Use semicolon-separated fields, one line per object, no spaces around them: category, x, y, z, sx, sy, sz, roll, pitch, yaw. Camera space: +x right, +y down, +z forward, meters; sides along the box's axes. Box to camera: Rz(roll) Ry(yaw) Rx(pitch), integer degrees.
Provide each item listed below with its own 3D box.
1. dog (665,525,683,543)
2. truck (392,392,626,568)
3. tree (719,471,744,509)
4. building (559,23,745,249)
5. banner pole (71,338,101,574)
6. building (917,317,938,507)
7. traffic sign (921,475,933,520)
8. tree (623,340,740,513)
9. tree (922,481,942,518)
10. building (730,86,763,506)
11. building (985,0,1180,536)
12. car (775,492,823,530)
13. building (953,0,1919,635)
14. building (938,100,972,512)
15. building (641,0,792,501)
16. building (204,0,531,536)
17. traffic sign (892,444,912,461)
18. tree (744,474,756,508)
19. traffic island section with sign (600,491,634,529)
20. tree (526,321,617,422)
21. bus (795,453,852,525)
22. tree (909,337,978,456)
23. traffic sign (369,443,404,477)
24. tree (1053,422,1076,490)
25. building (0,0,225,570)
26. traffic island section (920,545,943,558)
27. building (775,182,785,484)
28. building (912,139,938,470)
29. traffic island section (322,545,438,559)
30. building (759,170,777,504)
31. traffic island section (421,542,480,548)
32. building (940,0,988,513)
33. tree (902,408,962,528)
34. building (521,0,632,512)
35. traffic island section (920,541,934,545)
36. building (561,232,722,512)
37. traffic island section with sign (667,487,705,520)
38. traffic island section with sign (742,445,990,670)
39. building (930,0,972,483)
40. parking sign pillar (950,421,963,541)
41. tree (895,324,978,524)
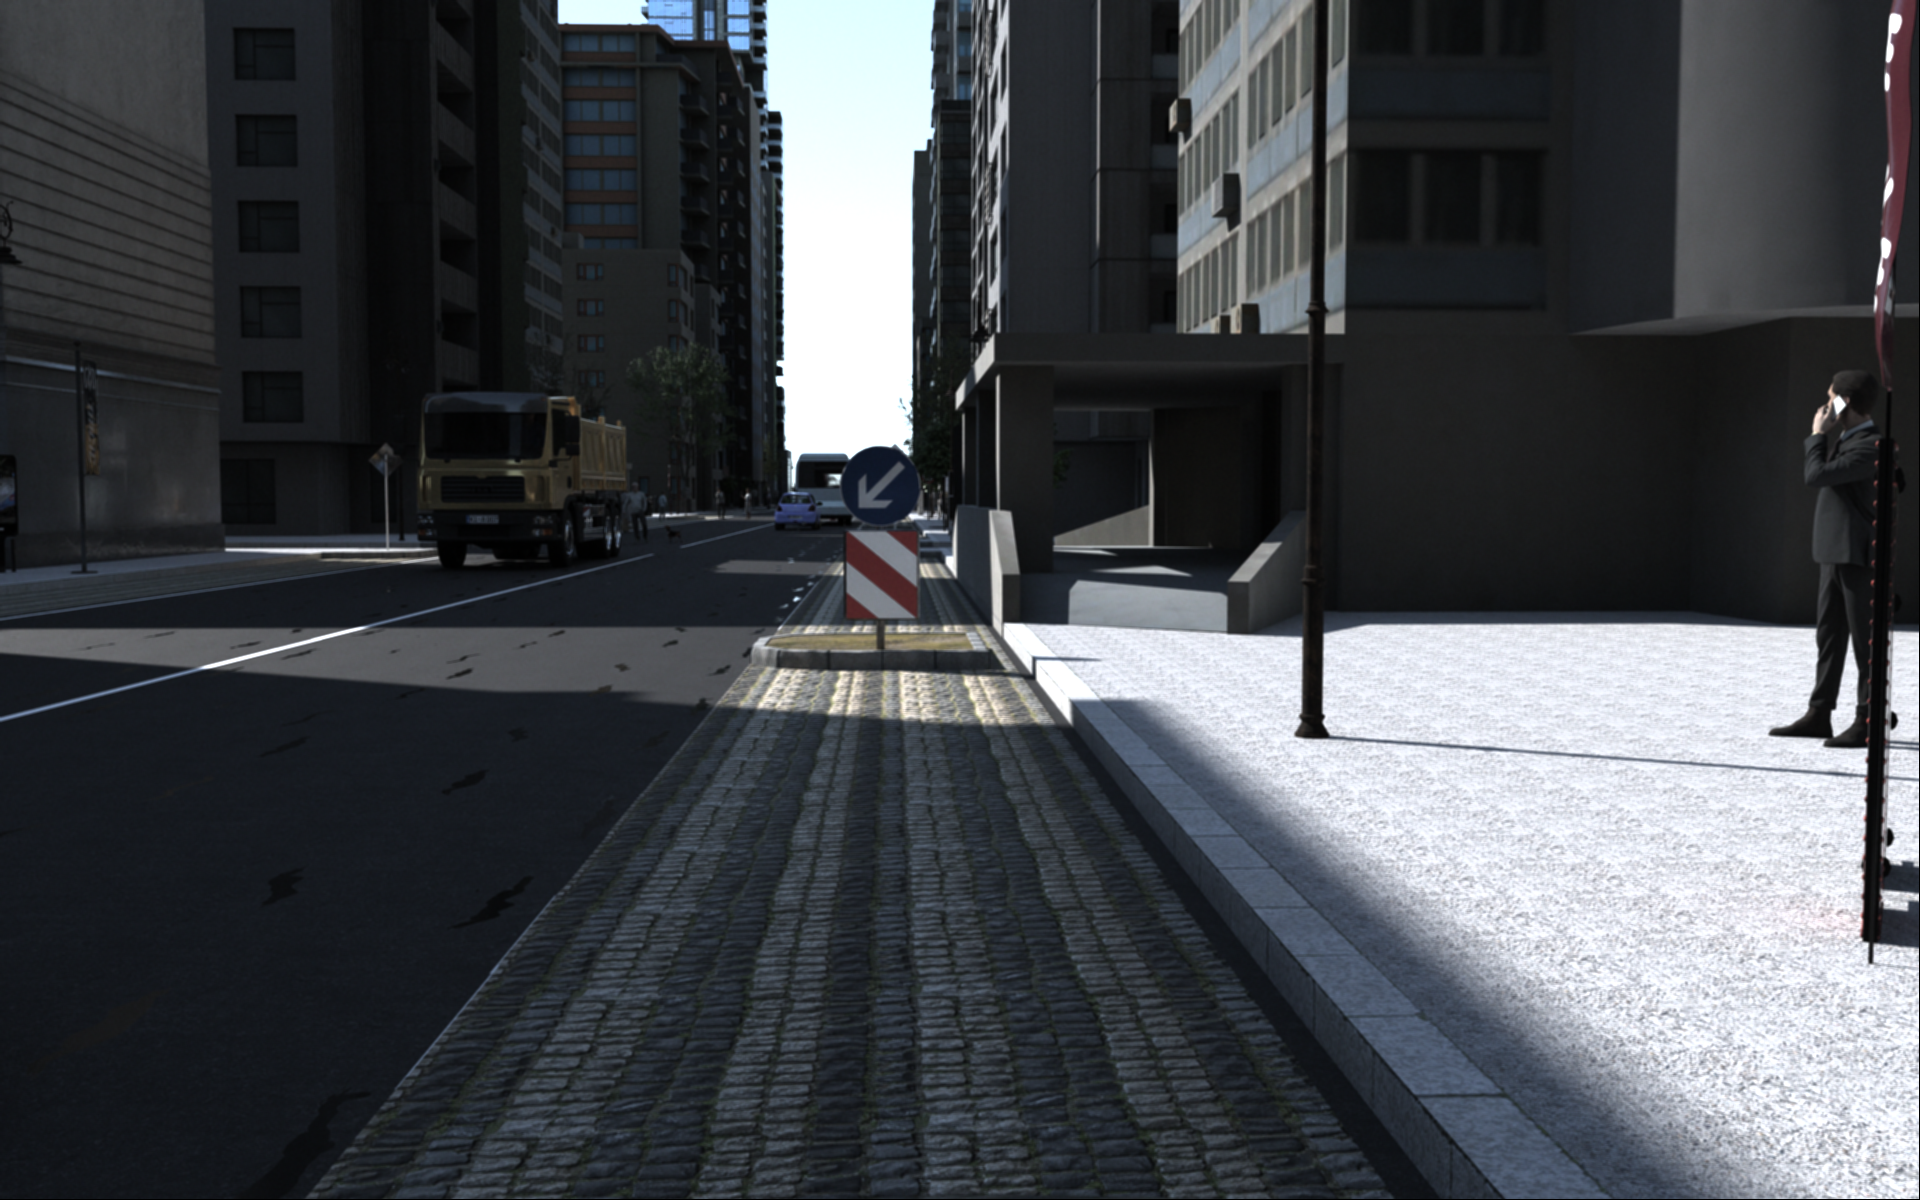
dog;-8.432;-1.941;51.027;0.540;0.507;0.406;-1;4;-9
truck;-8.946;-2.446;35.923;3.469;3.379;9.791;0;4;-2
tree;-19.464;-9.243;145.718;1.663;3.219;1.824;0;3;0
building;-32.175;-31.226;165.162;22.147;44.769;28.867;0;4;-2
banner pole;-14.201;-2.335;28.195;0.401;3.779;0.863;0;4;-1
building;9.495;-20.757;184.410;27.650;21.520;28.899;0;4;-2
traffic sign;-1.534;-5.163;84.523;0.768;2.556;0.104;0;4;7
tree;-18.854;-11.775;118.280;9.928;11.665;9.643;0;3;0
tree;-1.586;-6.129;94.811;1.663;3.219;1.824;0;3;0
building;-28.878;-32.834;186.947;14.600;45.320;14.200;0;4;-2
building;8.141;-22.704;54.805;14.086;41.232;14.154;0;4;-2
car;-6.552;-3.700;70.091;1.945;1.707;3.694;0;4;-2
building;16.241;-20.287;23.567;32.217;40.220;23.993;0;4;-2
building;5.297;-21.953;130.629;14.160;30.474;14.107;0;4;-2
building;-36.657;-58.125;263.014;22.319;86.520;31.000;0;4;-2
building;-22.996;-17.502;57.867;14.160;30.474;14.107;0;4;-2
traffic sign;-1.472;-2.304;39.858;0.795;2.593;0.064;0;4;-2
tree;-19.857;-10.246;162.120;1.663;3.219;1.824;0;3;0
traffic island section with sign;-14.307;-3.772;70.293;1.989;1.847;2.006;0;4;-2
tree;-17.113;-7.565;74.048;4.360;8.622;3.978;0;3;0
bus;-6.479;-5.443;83.845;2.948;3.499;13.247;0;4;-3
tree;0.041;-8.027;81.609;4.360;8.622;3.978;0;3;0
traffic sign;-13.058;-2.277;39.420;0.795;2.593;0.064;0;4;-2
tree;1.854;-2.704;38.814;1.663;3.219;1.824;0;3;0
building;-25.176;-11.251;33.107;18.267;20.994;9.793;0;4;-2
traffic island section;-1.449;-1.080;39.942;2.009;0.180;2.903;0;4;-2
building;-35.378;-35.463;234.438;22.147;44.769;28.867;0;4;-2
building;4.353;-37.250;232.735;21.300;48.544;21.600;0;4;-2
traffic island section;-13.081;-1.052;39.486;2.009;0.180;2.903;0;4;-2
building;-30.099;-32.386;213.101;14.154;41.232;14.086;0;4;-2
traffic island section;-13.398;-1.540;47.465;2.009;0.180;2.903;0;4;-2
building;9.197;-40.891;106.815;20.563;71.187;20.611;0;4;-2
tree;-0.415;-5.045;66.194;4.285;4.588;4.351;0;3;0
building;-34.416;-24.394;90.728;32.217;40.220;23.993;0;4;-2
traffic island section;-1.766;-1.568;47.921;2.009;0.180;2.903;0;4;-2
building;-34.072;-17.816;136.336;27.650;21.520;28.899;0;4;-2
traffic island section with sign;-15.379;-5.423;97.286;1.989;1.847;2.006;0;4;-2
traffic island section with sign;-0.785;-0.387;14.950;1.989;1.847;2.006;0;4;-2
building;8.699;-32.590;152.454;23.786;49.044;30.456;0;4;-2
parking sign pillar;0.459;-3.613;47.551;1.447;3.967;1.447;0;4;-1
tree;-0.759;-7.654;75.503;4.737;8.622;4.395;0;3;0
